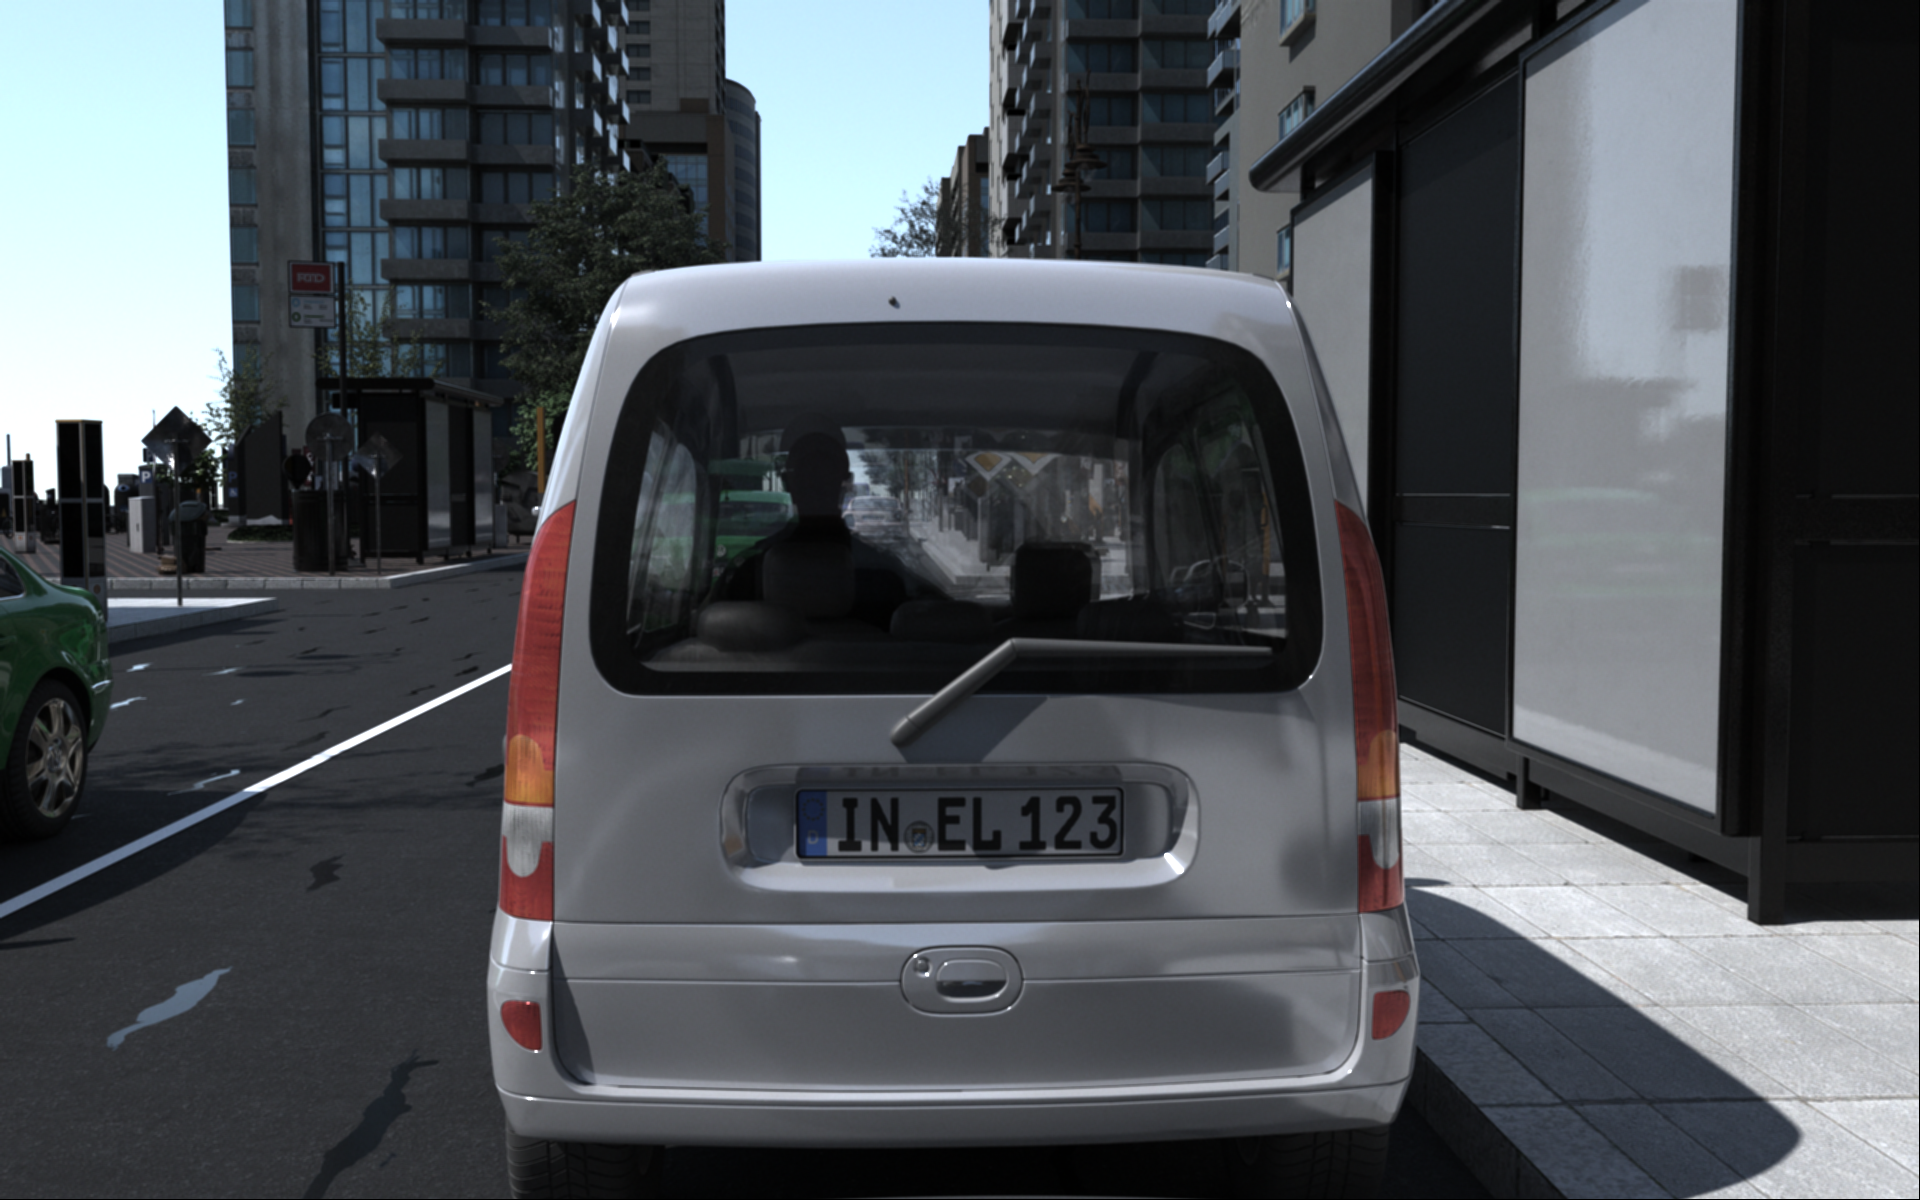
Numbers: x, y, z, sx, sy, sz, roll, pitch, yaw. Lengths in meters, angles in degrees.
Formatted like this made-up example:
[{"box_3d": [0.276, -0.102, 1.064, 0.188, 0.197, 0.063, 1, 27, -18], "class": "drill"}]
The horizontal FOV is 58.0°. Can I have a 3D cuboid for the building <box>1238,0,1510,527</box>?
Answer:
[{"box_3d": [18.919, -25.849, 46.326, 21.600, 48.544, 21.300, 0, 4, -3], "class": "building"}]

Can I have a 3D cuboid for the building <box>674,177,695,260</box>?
[{"box_3d": [-31.336, -23.433, 154.831, 14.160, 30.474, 14.107, 0, 4, -3], "class": "building"}]

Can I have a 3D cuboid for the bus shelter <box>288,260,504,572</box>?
[{"box_3d": [-10.595, -3.363, 32.612, 2.179, 5.291, 8.768, 0, 4, -3], "class": "bus shelter"}]

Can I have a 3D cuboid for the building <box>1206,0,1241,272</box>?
[{"box_3d": [20.794, -47.229, 84.866, 22.319, 86.520, 31.000, 0, 4, -3], "class": "building"}]

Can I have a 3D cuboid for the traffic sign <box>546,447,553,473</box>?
[{"box_3d": [-10.862, -2.847, 46.656, 0.768, 2.556, 0.104, 0, 4, 2], "class": "traffic sign"}]

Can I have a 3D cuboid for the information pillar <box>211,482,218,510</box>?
[{"box_3d": [-43.669, -5.929, 101.438, 0.304, 2.012, 0.304, 0, 4, -2], "class": "information pillar"}]

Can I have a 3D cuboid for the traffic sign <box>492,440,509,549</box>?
[{"box_3d": [-10.925, -2.473, 40.532, 0.768, 2.556, 0.104, 0, 4, 0], "class": "traffic sign"}]

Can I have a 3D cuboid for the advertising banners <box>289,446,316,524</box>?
[{"box_3d": [-24.282, -4.068, 62.700, 2.074, 3.025, 0.090, 0, 4, -5], "class": "advertising banners"}]

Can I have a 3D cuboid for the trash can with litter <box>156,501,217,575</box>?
[{"box_3d": [-12.501, -1.013, 27.948, 0.624, 1.170, 1.055, 0, 4, 1], "class": "trash can with litter"}]

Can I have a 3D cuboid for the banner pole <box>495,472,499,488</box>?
[{"box_3d": [-22.367, -5.662, 82.590, 0.863, 3.779, 0.401, 1, 4, 15], "class": "banner pole"}]

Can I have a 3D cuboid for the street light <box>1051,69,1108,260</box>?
[{"box_3d": [1.319, -2.854, 19.449, 0.468, 5.910, 1.993, 0, 4, -3], "class": "street light"}]

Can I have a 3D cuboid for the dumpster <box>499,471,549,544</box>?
[{"box_3d": [-11.047, -2.364, 44.415, 1.264, 1.857, 1.865, 0, 4, -3], "class": "dumpster"}]

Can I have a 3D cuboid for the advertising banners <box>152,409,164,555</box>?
[{"box_3d": [-16.985, -2.475, 36.657, 0.090, 3.025, 2.074, -1, 4, -22], "class": "advertising banners"}]

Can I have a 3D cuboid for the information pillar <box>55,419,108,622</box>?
[{"box_3d": [-8.729, -0.779, 17.222, 0.304, 2.012, 0.304, 1, 4, 11], "class": "information pillar"}]

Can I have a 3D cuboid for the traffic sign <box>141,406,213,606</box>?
[{"box_3d": [-8.929, -0.987, 19.772, 0.795, 2.450, 0.064, 0, 4, -3], "class": "traffic sign"}]

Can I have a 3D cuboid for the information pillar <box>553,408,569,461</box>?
[{"box_3d": [-10.561, -3.349, 46.113, 0.504, 3.616, 0.183, -1, 4, -10], "class": "information pillar"}]

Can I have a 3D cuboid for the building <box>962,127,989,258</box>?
[{"box_3d": [7.486, -34.365, 211.973, 14.600, 45.320, 14.200, 0, 4, -3], "class": "building"}]

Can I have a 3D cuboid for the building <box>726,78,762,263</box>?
[{"box_3d": [-39.091, -42.815, 242.027, 21.231, 58.520, 28.212, 0, 4, -3], "class": "building"}]

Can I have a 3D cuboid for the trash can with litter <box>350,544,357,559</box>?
[{"box_3d": [-12.315, -1.380, 33.946, 0.624, 1.170, 1.055, 0, 4, 8], "class": "trash can with litter"}]

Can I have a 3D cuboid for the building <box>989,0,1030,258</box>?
[{"box_3d": [16.866, -34.784, 157.953, 28.713, 52.752, 27.495, 0, 4, -3], "class": "building"}]

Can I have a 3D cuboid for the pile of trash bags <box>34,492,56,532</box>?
[{"box_3d": [-31.562, -3.074, 60.011, 3.447, 1.369, 1.912, 3, 4, 36], "class": "pile of trash bags"}]

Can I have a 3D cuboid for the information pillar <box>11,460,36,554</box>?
[{"box_3d": [-20.240, -2.016, 37.450, 0.304, 2.012, 0.304, 1, 4, 9], "class": "information pillar"}]

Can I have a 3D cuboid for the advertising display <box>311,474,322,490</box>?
[{"box_3d": [-21.119, -3.191, 57.383, 0.123, 1.923, 0.974, 1, 4, 16], "class": "advertising display"}]

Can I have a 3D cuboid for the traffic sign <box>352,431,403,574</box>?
[{"box_3d": [-9.323, -1.474, 27.747, 0.795, 2.450, 0.064, 0, 4, -3], "class": "traffic sign"}]

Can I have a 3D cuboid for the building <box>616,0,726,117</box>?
[{"box_3d": [-37.663, -47.641, 217.179, 20.563, 71.187, 20.611, 0, 4, -3], "class": "building"}]

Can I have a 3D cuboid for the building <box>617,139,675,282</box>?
[{"box_3d": [-31.362, -22.564, 140.621, 14.160, 30.474, 14.107, 0, 4, -3], "class": "building"}]

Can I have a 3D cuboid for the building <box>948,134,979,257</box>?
[{"box_3d": [9.881, -37.080, 229.961, 21.300, 48.544, 21.600, 0, 4, -3], "class": "building"}]

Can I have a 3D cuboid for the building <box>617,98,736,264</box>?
[{"box_3d": [-33.362, -33.628, 199.921, 14.600, 45.320, 14.200, 0, 4, -3], "class": "building"}]

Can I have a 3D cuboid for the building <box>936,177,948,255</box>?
[{"box_3d": [7.583, -38.413, 251.761, 21.300, 48.544, 21.600, 0, 4, -3], "class": "building"}]

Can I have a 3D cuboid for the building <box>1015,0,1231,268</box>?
[{"box_3d": [15.840, -31.143, 128.792, 23.786, 49.044, 30.456, 0, 4, -3], "class": "building"}]

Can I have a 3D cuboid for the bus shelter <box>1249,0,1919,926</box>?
[{"box_3d": [2.958, -1.936, 9.286, 2.179, 5.291, 8.768, 0, 4, -3], "class": "bus shelter"}]

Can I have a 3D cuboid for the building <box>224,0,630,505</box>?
[{"box_3d": [-34.571, -30.400, 116.655, 23.786, 49.044, 30.456, 0, 4, -3], "class": "building"}]

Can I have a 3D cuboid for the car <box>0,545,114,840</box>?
[{"box_3d": [-4.589, 0.182, 5.816, 1.959, 1.807, 4.718, 0, 4, -3], "class": "car"}]

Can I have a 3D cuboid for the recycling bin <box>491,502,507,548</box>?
[{"box_3d": [-11.298, -1.758, 41.291, 0.722, 1.027, 0.722, 2, 4, 28], "class": "recycling bin"}]
